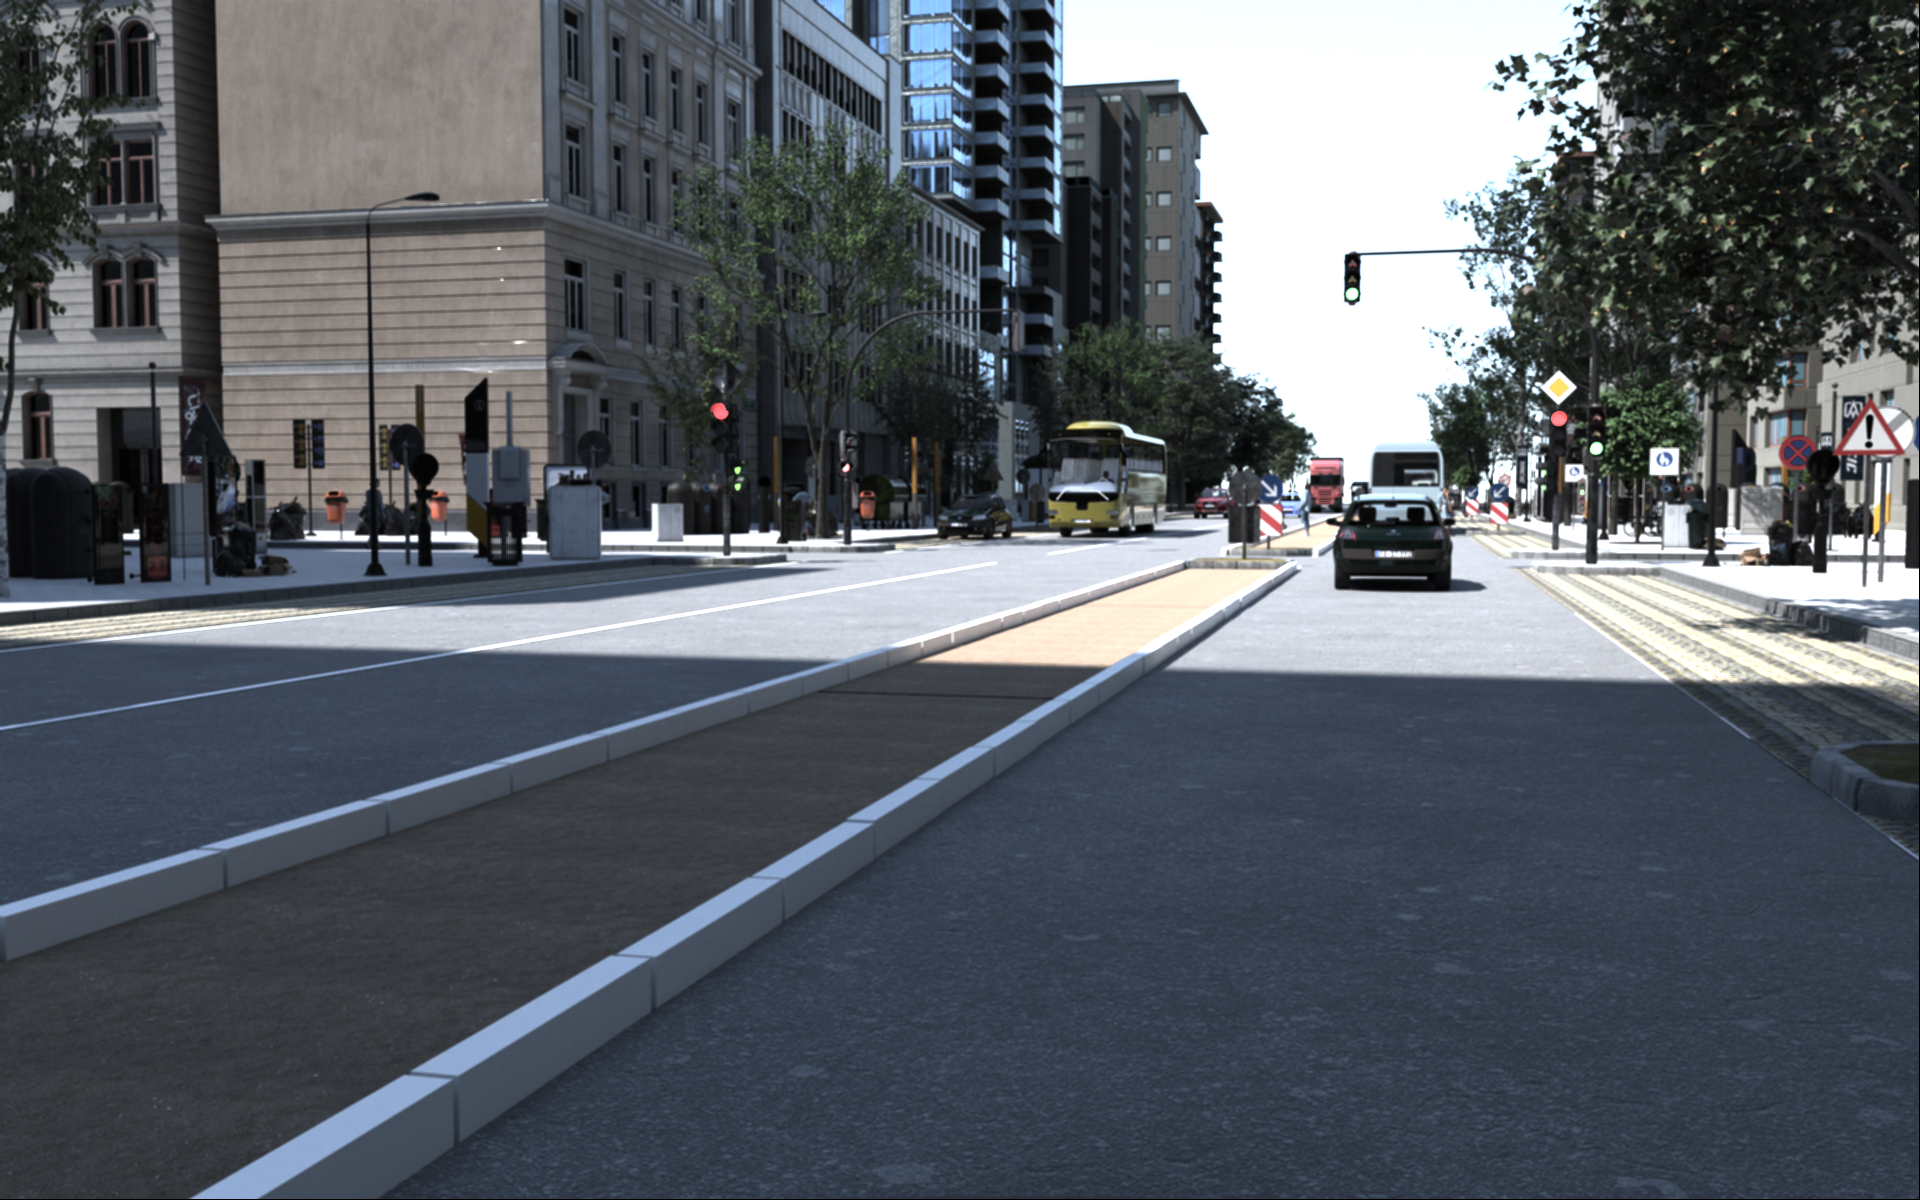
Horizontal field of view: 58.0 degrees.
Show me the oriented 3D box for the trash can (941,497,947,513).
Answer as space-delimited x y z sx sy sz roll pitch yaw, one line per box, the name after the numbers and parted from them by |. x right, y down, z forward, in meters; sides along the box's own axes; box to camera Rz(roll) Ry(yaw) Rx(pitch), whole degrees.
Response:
-1.025 -5.199 96.665 0.748 1.137 0.748 0 3 0 | trash can

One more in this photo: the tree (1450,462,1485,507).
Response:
51.426 -11.706 175.098 4.285 4.588 4.351 0 3 0 | tree

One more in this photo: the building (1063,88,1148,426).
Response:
10.491 -29.838 171.452 14.154 41.232 14.086 1 4 14 | building

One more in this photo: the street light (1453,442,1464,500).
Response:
44.735 -11.069 153.517 1.470 5.913 1.316 1 4 14 | street light

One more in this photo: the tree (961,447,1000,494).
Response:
1.147 -4.614 70.034 1.663 3.219 1.824 0 3 0 | tree

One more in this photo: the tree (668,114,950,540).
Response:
-4.049 -7.539 49.022 9.928 11.665 9.643 0 3 0 | tree

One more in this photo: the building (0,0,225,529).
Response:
-36.558 -17.234 69.158 23.554 28.519 14.401 1 4 14 | building

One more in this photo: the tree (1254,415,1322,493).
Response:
46.032 -19.298 241.278 9.928 11.665 9.643 0 3 0 | tree

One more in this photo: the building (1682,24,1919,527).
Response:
53.069 -14.736 85.971 27.650 21.520 28.899 1 4 14 | building

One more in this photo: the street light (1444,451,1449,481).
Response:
52.937 -13.025 185.497 1.470 5.913 1.316 1 4 14 | street light

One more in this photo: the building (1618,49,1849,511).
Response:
67.273 -26.757 129.359 32.217 40.220 23.993 1 4 14 | building

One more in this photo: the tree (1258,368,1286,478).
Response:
28.088 -16.373 174.359 9.857 13.997 8.962 0 3 0 | tree

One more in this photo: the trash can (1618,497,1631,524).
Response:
27.995 -3.774 73.363 0.748 1.137 0.748 0 3 0 | trash can

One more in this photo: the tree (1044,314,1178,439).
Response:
8.910 -10.764 101.753 9.928 11.665 9.643 0 3 0 | tree

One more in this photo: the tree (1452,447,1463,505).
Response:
61.562 -15.961 211.332 4.360 8.622 3.978 0 3 0 | tree

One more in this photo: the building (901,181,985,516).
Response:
-5.370 -15.691 105.692 9.793 20.994 18.267 1 4 14 | building

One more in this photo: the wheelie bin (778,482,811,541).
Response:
-4.518 -2.398 47.116 0.980 1.594 0.693 1 4 10 | wheelie bin

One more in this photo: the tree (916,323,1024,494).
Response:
0.373 -7.642 75.311 4.360 8.622 3.978 0 3 0 | tree

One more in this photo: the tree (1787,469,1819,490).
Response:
32.051 -4.316 65.163 1.663 3.219 1.824 0 3 0 | tree

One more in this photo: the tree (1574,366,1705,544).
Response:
17.545 -3.733 44.741 4.285 4.588 4.351 0 3 0 | tree

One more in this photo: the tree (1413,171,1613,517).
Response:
32.799 -14.860 98.843 12.611 20.169 13.585 0 3 0 | tree

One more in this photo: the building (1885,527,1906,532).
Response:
46.333 -12.844 55.045 28.899 21.520 27.650 1 4 14 | building

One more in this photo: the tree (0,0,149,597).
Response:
-12.155 -4.344 21.387 4.737 8.622 4.395 0 3 0 | tree

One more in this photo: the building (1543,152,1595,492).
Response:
84.942 -34.309 215.569 22.147 44.769 28.867 1 4 14 | building

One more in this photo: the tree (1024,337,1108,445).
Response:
4.652 -7.971 80.687 4.360 8.622 3.978 0 3 0 | tree

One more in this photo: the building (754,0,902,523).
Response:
-11.537 -16.480 87.477 12.078 24.808 19.932 1 4 14 | building

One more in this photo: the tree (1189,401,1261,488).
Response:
24.194 -13.774 159.612 7.601 10.594 8.767 -3 5 -43 | tree

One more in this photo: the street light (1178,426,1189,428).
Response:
14.947 -8.918 118.352 1.470 5.913 1.316 1 4 14 | street light

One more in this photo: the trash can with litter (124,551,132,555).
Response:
-18.189 -1.525 35.990 1.678 1.210 2.233 2 4 27 | trash can with litter

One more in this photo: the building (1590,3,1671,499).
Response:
71.932 -34.561 154.315 28.713 52.752 27.495 1 4 14 | building

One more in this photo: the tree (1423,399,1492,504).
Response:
65.121 -19.508 225.605 9.857 13.997 8.962 0 3 0 | tree

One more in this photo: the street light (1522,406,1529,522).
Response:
25.612 -6.565 79.883 1.470 5.913 1.316 1 4 14 | street light

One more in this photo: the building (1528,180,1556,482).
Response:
93.074 -38.184 243.919 23.786 49.044 30.456 1 4 14 | building

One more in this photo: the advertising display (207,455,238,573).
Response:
-12.159 -1.430 28.587 0.123 1.923 0.974 0 4 -3 | advertising display

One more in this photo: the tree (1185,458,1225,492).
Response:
20.896 -10.027 147.647 4.285 4.588 4.351 0 3 0 | tree

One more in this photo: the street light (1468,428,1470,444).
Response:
36.477 -9.141 121.989 1.470 5.913 1.316 1 4 14 | street light

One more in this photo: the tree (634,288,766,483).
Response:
-8.905 -6.750 60.728 4.737 8.622 4.395 0 3 0 | tree

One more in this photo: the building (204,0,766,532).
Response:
-17.300 -17.252 67.982 13.634 28.700 20.117 1 4 14 | building

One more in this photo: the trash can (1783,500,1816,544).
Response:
20.869 -1.922 43.085 0.748 1.137 0.748 0 3 0 | trash can

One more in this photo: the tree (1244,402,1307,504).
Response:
37.816 -17.772 208.705 7.486 12.596 7.792 0 3 0 | tree

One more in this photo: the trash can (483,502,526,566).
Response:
-8.184 -1.191 31.133 0.748 1.137 0.748 0 3 0 | trash can

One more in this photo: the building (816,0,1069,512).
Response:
-3.283 -50.347 135.840 22.319 86.520 31.000 1 4 14 | building

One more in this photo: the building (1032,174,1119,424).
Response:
6.426 -23.645 158.297 14.160 30.474 14.107 1 4 14 | building

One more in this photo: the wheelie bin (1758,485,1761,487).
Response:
28.740 -3.327 62.305 0.693 1.594 0.980 2 4 30 | wheelie bin

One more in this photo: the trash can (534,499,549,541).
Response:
-11.260 -2.185 47.377 0.748 1.137 0.748 0 3 0 | trash can

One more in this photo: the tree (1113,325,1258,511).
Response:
16.639 -13.676 130.265 9.857 13.997 8.962 0 3 0 | tree

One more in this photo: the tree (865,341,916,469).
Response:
-2.521 -8.018 81.459 4.360 8.622 3.978 0 3 0 | tree

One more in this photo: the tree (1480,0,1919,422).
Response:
9.509 -6.036 15.691 9.611 12.733 9.660 0 3 0 | tree

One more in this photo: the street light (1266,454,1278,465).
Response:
35.732 -13.841 198.842 1.470 5.913 1.316 1 4 14 | street light

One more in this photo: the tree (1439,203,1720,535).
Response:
20.191 -7.292 53.631 8.767 10.594 7.601 3 5 39 | tree

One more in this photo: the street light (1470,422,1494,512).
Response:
33.827 -8.515 111.767 1.470 5.913 1.316 1 4 14 | street light

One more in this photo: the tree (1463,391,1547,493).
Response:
36.931 -10.133 116.039 4.360 8.622 3.978 0 3 0 | tree

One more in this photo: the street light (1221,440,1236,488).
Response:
23.135 -10.842 149.811 1.470 5.913 1.316 1 4 14 | street light

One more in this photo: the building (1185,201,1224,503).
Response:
26.662 -36.679 254.329 22.147 44.769 28.867 1 4 14 | building

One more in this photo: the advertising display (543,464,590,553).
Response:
-8.536 -1.983 37.635 0.974 1.923 0.123 0 4 -7 | advertising display

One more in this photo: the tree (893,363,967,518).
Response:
-1.493 -8.635 91.552 4.737 8.622 4.395 0 3 0 | tree

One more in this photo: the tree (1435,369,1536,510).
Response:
43.645 -13.258 142.530 9.928 11.665 9.643 0 3 0 | tree

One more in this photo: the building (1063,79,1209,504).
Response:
16.861 -39.041 227.561 28.713 52.752 27.495 1 4 14 | building

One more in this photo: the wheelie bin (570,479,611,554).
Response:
-7.790 -1.732 36.230 0.980 1.594 0.693 -1 4 -10 | wheelie bin
